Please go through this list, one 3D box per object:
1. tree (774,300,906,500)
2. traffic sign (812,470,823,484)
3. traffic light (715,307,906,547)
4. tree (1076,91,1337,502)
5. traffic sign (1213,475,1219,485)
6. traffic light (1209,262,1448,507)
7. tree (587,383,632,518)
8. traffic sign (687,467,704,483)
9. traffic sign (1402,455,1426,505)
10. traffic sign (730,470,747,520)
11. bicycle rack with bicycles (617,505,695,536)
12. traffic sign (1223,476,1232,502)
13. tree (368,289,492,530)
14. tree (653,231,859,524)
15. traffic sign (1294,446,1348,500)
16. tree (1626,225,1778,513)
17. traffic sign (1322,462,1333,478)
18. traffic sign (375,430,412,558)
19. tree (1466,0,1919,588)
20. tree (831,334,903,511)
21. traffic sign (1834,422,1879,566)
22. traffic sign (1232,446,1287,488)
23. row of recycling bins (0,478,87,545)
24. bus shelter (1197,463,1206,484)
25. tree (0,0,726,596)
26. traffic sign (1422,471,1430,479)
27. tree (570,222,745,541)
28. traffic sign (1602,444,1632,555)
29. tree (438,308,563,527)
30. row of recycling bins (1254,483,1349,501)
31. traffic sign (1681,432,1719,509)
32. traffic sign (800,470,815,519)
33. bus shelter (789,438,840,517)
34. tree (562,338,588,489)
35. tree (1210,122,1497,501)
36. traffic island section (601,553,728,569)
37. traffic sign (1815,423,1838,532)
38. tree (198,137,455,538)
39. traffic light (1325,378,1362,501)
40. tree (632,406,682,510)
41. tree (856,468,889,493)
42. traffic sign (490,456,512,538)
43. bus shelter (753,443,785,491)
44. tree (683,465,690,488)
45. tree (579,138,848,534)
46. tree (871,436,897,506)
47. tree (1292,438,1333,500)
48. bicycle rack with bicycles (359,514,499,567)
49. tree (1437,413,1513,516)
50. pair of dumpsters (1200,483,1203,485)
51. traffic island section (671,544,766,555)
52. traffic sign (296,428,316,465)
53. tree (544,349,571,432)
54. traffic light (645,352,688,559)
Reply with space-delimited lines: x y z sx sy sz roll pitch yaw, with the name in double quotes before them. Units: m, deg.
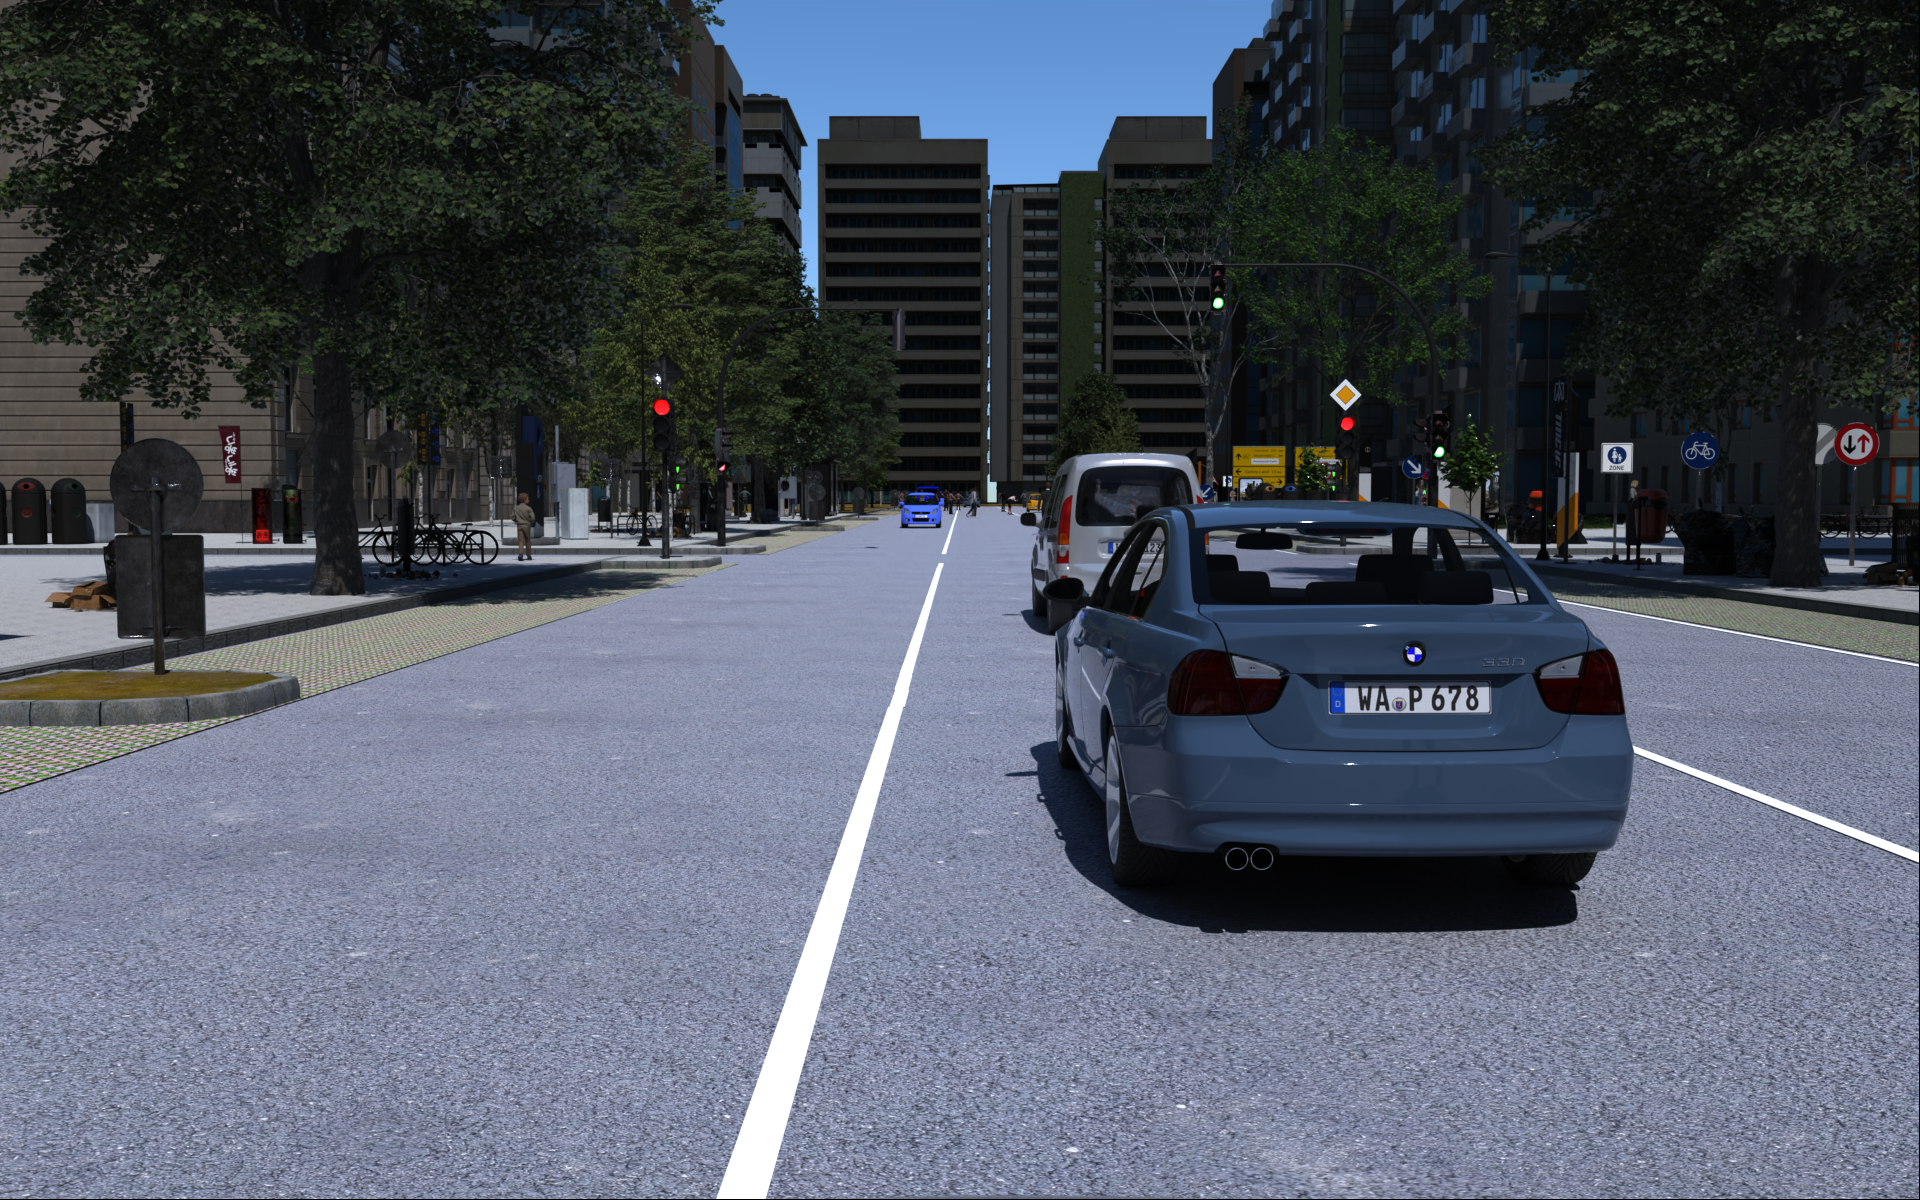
"tree" -8.412 -12.701 114.309 9.857 13.997 8.962 0 3 0
"traffic sign" -7.742 -5.687 93.086 0.768 2.556 0.104 0 4 7
"traffic light" -3.718 -4.136 42.287 4.771 5.953 1.251 0 3 0
"tree" 11.948 -13.952 84.002 12.611 20.169 13.585 0 3 0
"traffic sign" 15.353 -6.455 105.550 0.884 2.594 0.081 0 4 4
"traffic light" 7.247 -3.636 34.124 4.771 5.953 1.251 0 3 0
"tree" -18.368 -7.946 80.286 4.360 8.622 3.978 0 3 0
"traffic sign" -9.884 -3.829 64.740 0.606 2.300 0.079 0 4 5
"traffic sign" 14.870 -3.465 56.757 0.768 2.556 0.104 1 4 9
"traffic sign" -10.886 -5.207 85.139 0.884 2.594 0.081 0 4 2
"bicycle rack with bicycles" -9.309 -2.497 54.200 2.852 0.926 2.925 1 4 17
"traffic sign" 15.220 -5.883 98.319 0.606 2.300 0.079 0 4 6
"tree" -18.804 -6.751 60.743 4.737 8.622 4.395 0 3 0
"tree" -8.759 -9.627 74.409 9.611 12.733 9.660 0 3 0
"traffic sign" 15.424 -4.903 74.034 2.265 3.308 0.079 0 4 8
"tree" 19.952 -5.843 45.899 4.360 8.622 3.978 0 3 0
"traffic sign" 14.530 -4.226 69.205 0.768 2.556 0.104 1 4 9
"traffic sign" -11.313 -2.110 34.604 0.768 2.556 0.104 0 4 7
"tree" 11.731 -7.156 23.654 9.857 13.997 8.962 0 3 0
"tree" -8.936 -13.417 129.742 12.009 13.543 11.850 0 3 0
"traffic sign" 15.935 -1.882 30.870 0.768 2.556 0.104 0 4 7
"traffic sign" 12.587 -4.836 72.949 2.265 3.308 0.079 0 4 3
"row of recycling bins" -24.046 -2.240 43.742 3.534 1.692 1.069 -2 4 -29
"bus shelter" 15.084 -7.346 114.027 2.014 3.302 5.546 0 4 0
"tree" -7.879 -7.044 21.832 9.857 13.997 8.962 0 3 0
"traffic sign" 16.236 -3.660 59.942 0.768 2.556 0.104 1 4 9
"tree" -7.863 -5.901 46.845 4.737 8.622 4.395 0 3 0
"traffic sign" 13.173 -1.998 34.798 0.606 2.300 0.079 1 4 9
"tree" -18.245 -7.124 66.833 4.360 8.622 3.978 0 3 0
"row of recycling bins" 12.672 -3.490 64.182 3.534 1.692 1.069 1 4 14
"traffic sign" 15.085 -2.158 35.389 0.768 2.556 0.104 0 4 2
"traffic sign" -7.971 -5.525 90.445 0.768 2.556 0.104 0 4 6
"bus shelter" -8.223 -7.486 100.022 2.179 5.291 8.768 0 3 0
"tree" -18.432 -7.483 72.714 4.360 8.622 3.978 0 3 0
"tree" 11.231 -7.591 49.870 9.928 11.665 9.643 0 3 0
"traffic island section" -5.862 -0.742 34.405 2.009 0.180 2.903 0 3 0
"traffic sign" 15.453 -1.900 31.173 0.768 2.556 0.104 0 4 7
"tree" -18.454 -7.634 50.578 9.928 11.665 9.643 0 3 0
"traffic light" 9.352 -3.262 42.247 0.839 4.253 0.868 0 3 0
"tree" -18.013 -8.724 93.006 4.360 8.622 3.978 0 3 0
"tree" -8.761 -11.614 173.595 4.285 4.588 4.351 0 3 0
"traffic sign" -12.239 -2.698 46.238 0.606 2.300 0.079 1 4 9
"bus shelter" -10.871 -7.609 102.039 2.179 5.291 8.768 0 4 0
"tree" -18.194 -9.796 110.530 4.360 8.622 3.978 0 3 0
"tree" -9.045 -8.443 56.167 7.486 12.596 7.792 0 3 0
"tree" -8.803 -14.476 187.039 4.360 8.622 3.978 0 3 0
"tree" 11.920 -3.942 59.057 1.663 3.219 1.824 0 3 0
"bicycle rack with bicycles" -9.753 -1.104 31.432 2.925 0.926 2.852 0 4 8
"tree" 12.098 -2.866 41.466 1.663 3.219 1.824 0 3 0
"pair of dumpsters" 13.684 -6.261 104.859 1.574 2.255 4.437 0 3 0
"traffic island section" -5.850 -1.230 42.390 2.009 0.180 2.903 0 3 0
"traffic sign" -11.839 -1.955 31.976 0.884 2.594 0.081 0 4 5
"tree" -13.361 -6.973 64.374 4.737 8.622 4.395 0 3 0
"traffic light" -5.822 -2.774 34.270 0.839 4.253 0.868 0 3 0
